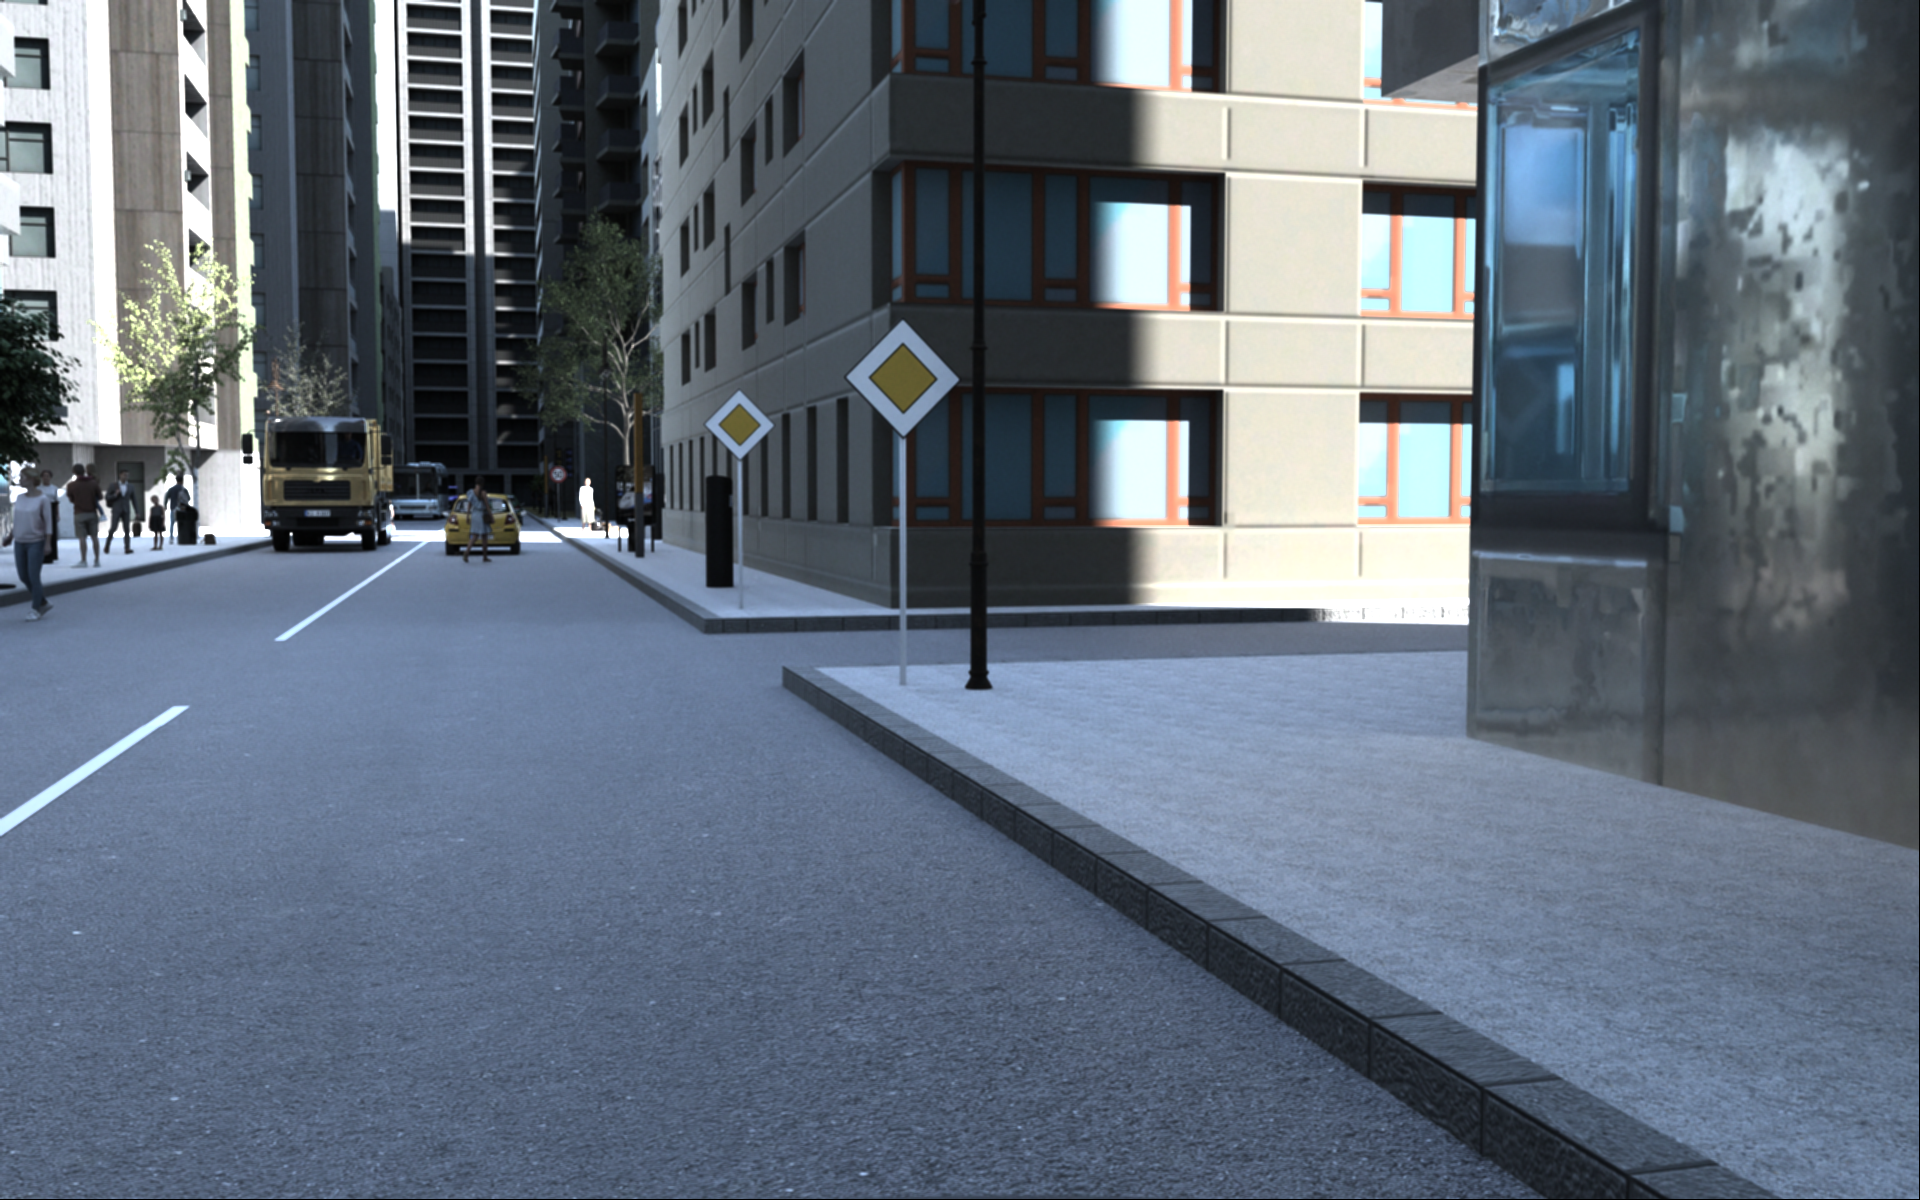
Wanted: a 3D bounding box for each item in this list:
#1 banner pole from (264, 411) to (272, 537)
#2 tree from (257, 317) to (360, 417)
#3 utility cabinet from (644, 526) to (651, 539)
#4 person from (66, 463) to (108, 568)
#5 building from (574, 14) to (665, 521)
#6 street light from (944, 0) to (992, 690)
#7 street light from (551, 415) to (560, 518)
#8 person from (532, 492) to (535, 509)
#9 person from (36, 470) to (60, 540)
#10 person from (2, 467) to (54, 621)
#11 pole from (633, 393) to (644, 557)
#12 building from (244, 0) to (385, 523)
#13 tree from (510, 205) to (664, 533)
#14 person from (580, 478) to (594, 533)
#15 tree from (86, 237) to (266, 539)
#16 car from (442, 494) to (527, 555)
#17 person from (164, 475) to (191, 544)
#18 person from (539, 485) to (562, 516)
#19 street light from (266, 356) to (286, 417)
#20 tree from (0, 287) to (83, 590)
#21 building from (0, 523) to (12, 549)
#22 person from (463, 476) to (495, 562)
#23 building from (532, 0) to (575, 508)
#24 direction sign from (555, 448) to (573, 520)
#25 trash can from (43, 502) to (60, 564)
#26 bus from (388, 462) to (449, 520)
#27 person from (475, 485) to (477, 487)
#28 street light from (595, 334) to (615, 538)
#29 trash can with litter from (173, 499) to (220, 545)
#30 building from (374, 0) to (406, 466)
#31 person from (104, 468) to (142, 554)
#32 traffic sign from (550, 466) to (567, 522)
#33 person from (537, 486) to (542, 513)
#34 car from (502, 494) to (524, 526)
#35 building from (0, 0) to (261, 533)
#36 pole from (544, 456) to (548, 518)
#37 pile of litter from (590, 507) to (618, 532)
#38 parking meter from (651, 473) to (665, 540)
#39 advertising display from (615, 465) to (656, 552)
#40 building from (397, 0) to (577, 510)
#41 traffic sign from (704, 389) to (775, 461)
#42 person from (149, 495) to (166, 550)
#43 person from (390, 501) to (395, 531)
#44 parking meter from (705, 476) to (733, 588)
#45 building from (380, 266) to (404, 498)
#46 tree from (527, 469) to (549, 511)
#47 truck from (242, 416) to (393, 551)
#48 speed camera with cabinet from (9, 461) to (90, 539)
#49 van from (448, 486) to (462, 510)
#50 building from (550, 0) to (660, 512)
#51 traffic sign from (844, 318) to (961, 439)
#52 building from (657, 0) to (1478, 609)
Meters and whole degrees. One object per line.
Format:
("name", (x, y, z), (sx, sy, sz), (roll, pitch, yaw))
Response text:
("banner pole", (-20.832, -3.809, 52.286), (0.401, 3.779, 0.863), (-1, 4, -16))
("tree", (-27.061, -7.435, 71.932), (4.360, 8.622, 3.978), (0, 3, 0))
("utility cabinet", (-8.960, -2.377, 50.026), (0.306, 1.237, 1.020), (1, 4, 20))
("person", (-15.310, -1.493, 30.422), (0.573, 1.828, 0.580), (0, 4, 4))
("building", (-5.858, -46.827, 78.285), (22.319, 86.520, 31.000), (-1, 4, -15))
("street light", (0.124, -2.353, 11.263), (0.468, 5.910, 1.993), (-1, 4, -15))
("street light", (-21.286, -7.238, 91.127), (0.468, 5.910, 1.993), (-1, 4, -15))
("person", (-36.079, -8.530, 146.327), (0.721, 1.723, 1.217), (-1, 4, -8))
("person", (-17.681, -1.648, 33.550), (0.480, 1.755, 0.524), (-3, 5, -45))
("person", (-10.572, -0.646, 19.729), (0.731, 1.740, 0.598), (0, 4, 6))
("pole", (-6.496, -2.519, 35.027), (0.158, 3.312, 0.155), (0, 3, 0))
("building", (-34.746, -24.247, 80.027), (14.154, 41.232, 14.086), (-1, 4, -15))
("tree", (-11.201, -7.492, 56.899), (7.601, 10.594, 8.767), (-1, 4, -19))
("person", (-12.341, -3.112, 57.147), (0.478, 1.798, 0.641), (-2, 4, -27))
("tree", (-21.913, -6.027, 48.908), (4.737, 8.622, 4.395), (0, 3, 0))
("car", (-11.594, -1.955, 42.193), (2.015, 1.641, 3.980), (-1, 4, -14))
("person", (-20.235, -2.350, 44.815), (0.623, 1.781, 0.721), (-2, 4, -33))
("person", (-24.500, -5.961, 103.634), (1.348, 1.807, 0.705), (-1, 4, -22))
("street light", (-22.980, -5.231, 58.320), (0.468, 5.910, 1.993), (-1, 4, -15))
("tree", (-13.501, -2.422, 23.306), (4.285, 4.588, 4.351), (0, 3, 0))
("building", (-29.660, -24.919, 27.030), (23.786, 49.044, 30.456), (-1, 4, -15))
("person", (-10.075, -1.697, 36.338), (0.616, 1.811, 0.778), (2, 4, 25))
("building", (-27.126, -32.582, 156.424), (21.300, 48.544, 21.600), (-1, 4, -15))
("direction sign", (-19.537, -5.714, 85.423), (0.876, 3.537, 0.379), (-2, 4, -31))
("trash can", (-17.003, -1.242, 31.959), (0.748, 1.137, 0.748), (0, 3, 0))
("bus", (-30.741, -6.339, 98.500), (2.948, 3.499, 13.247), (-1, 4, -14))
("person", (-20.244, -3.932, 72.662), (0.818, 1.842, 0.514), (2, 4, 29))
("street light", (-10.282, -4.740, 50.286), (0.468, 5.910, 1.993), (-1, 4, -15))
("trash can with litter", (-19.354, -1.990, 43.921), (1.055, 1.170, 0.624), (-2, 4, -27))
("building", (-71.529, -38.798, 176.344), (28.212, 58.520, 21.231), (-1, 4, -15))
("person", (-18.010, -1.908, 37.203), (0.822, 1.834, 0.622), (3, 4, 38))
("traffic sign", (-18.285, -4.819, 78.896), (0.768, 2.556, 0.104), (0, 4, -5))
("person", (-27.819, -6.634, 114.526), (0.705, 1.821, 1.348), (-1, 4, -12))
("car", (-21.170, -4.166, 79.918), (2.131, 1.459, 4.920), (-1, 4, -16))
("building", (-32.285, -17.522, 58.182), (14.160, 30.474, 14.107), (-1, 4, -15))
("pole", (-21.888, -5.979, 91.597), (0.158, 3.312, 0.155), (0, 3, 0))
("pile of litter", (-12.272, -2.791, 59.596), (1.176, 0.858, 1.719), (0, 4, 2))
("parking meter", (-8.512, -2.632, 48.748), (0.399, 1.863, 0.255), (3, 5, 43))
("advertising display", (-7.187, -2.029, 38.392), (0.974, 1.923, 0.123), (1, 4, 21))
("building", (-47.444, -45.463, 181.570), (20.611, 71.187, 20.563), (-1, 4, -15))
("traffic sign", (-2.423, -1.044, 19.254), (0.795, 2.593, 0.064), (-1, 4, -15))
("person", (-18.288, -1.758, 39.448), (0.362, 1.253, 0.373), (0, 4, 7))
("person", (-22.152, -3.276, 67.070), (0.505, 1.210, 0.382), (-1, 4, -16))
("parking meter", (-3.320, -0.947, 23.897), (0.372, 1.533, 0.369), (0, 3, 0))
("building", (-62.392, -18.326, 144.663), (28.899, 21.520, 27.650), (-1, 4, -15))
("tree", (-32.175, -8.406, 132.042), (1.663, 3.219, 1.824), (0, 3, 0))
("truck", (-16.652, -3.059, 45.935), (3.469, 3.379, 9.791), (-1, 4, -15))
("speed camera with cabinet", (-26.046, -3.370, 49.442), (2.038, 3.252, 0.660), (-1, 4, -21))
("van", (-38.168, -7.607, 128.764), (2.240, 2.365, 5.245), (-1, 4, -16))
("building", (-14.612, -27.924, 111.182), (22.147, 44.769, 28.867), (-1, 4, -15))
("traffic sign", (-0.357, -0.572, 11.540), (0.795, 2.593, 0.064), (-1, 4, -15))
("building", (9.618, -11.665, 35.756), (28.899, 21.520, 27.650), (-1, 4, -15))
